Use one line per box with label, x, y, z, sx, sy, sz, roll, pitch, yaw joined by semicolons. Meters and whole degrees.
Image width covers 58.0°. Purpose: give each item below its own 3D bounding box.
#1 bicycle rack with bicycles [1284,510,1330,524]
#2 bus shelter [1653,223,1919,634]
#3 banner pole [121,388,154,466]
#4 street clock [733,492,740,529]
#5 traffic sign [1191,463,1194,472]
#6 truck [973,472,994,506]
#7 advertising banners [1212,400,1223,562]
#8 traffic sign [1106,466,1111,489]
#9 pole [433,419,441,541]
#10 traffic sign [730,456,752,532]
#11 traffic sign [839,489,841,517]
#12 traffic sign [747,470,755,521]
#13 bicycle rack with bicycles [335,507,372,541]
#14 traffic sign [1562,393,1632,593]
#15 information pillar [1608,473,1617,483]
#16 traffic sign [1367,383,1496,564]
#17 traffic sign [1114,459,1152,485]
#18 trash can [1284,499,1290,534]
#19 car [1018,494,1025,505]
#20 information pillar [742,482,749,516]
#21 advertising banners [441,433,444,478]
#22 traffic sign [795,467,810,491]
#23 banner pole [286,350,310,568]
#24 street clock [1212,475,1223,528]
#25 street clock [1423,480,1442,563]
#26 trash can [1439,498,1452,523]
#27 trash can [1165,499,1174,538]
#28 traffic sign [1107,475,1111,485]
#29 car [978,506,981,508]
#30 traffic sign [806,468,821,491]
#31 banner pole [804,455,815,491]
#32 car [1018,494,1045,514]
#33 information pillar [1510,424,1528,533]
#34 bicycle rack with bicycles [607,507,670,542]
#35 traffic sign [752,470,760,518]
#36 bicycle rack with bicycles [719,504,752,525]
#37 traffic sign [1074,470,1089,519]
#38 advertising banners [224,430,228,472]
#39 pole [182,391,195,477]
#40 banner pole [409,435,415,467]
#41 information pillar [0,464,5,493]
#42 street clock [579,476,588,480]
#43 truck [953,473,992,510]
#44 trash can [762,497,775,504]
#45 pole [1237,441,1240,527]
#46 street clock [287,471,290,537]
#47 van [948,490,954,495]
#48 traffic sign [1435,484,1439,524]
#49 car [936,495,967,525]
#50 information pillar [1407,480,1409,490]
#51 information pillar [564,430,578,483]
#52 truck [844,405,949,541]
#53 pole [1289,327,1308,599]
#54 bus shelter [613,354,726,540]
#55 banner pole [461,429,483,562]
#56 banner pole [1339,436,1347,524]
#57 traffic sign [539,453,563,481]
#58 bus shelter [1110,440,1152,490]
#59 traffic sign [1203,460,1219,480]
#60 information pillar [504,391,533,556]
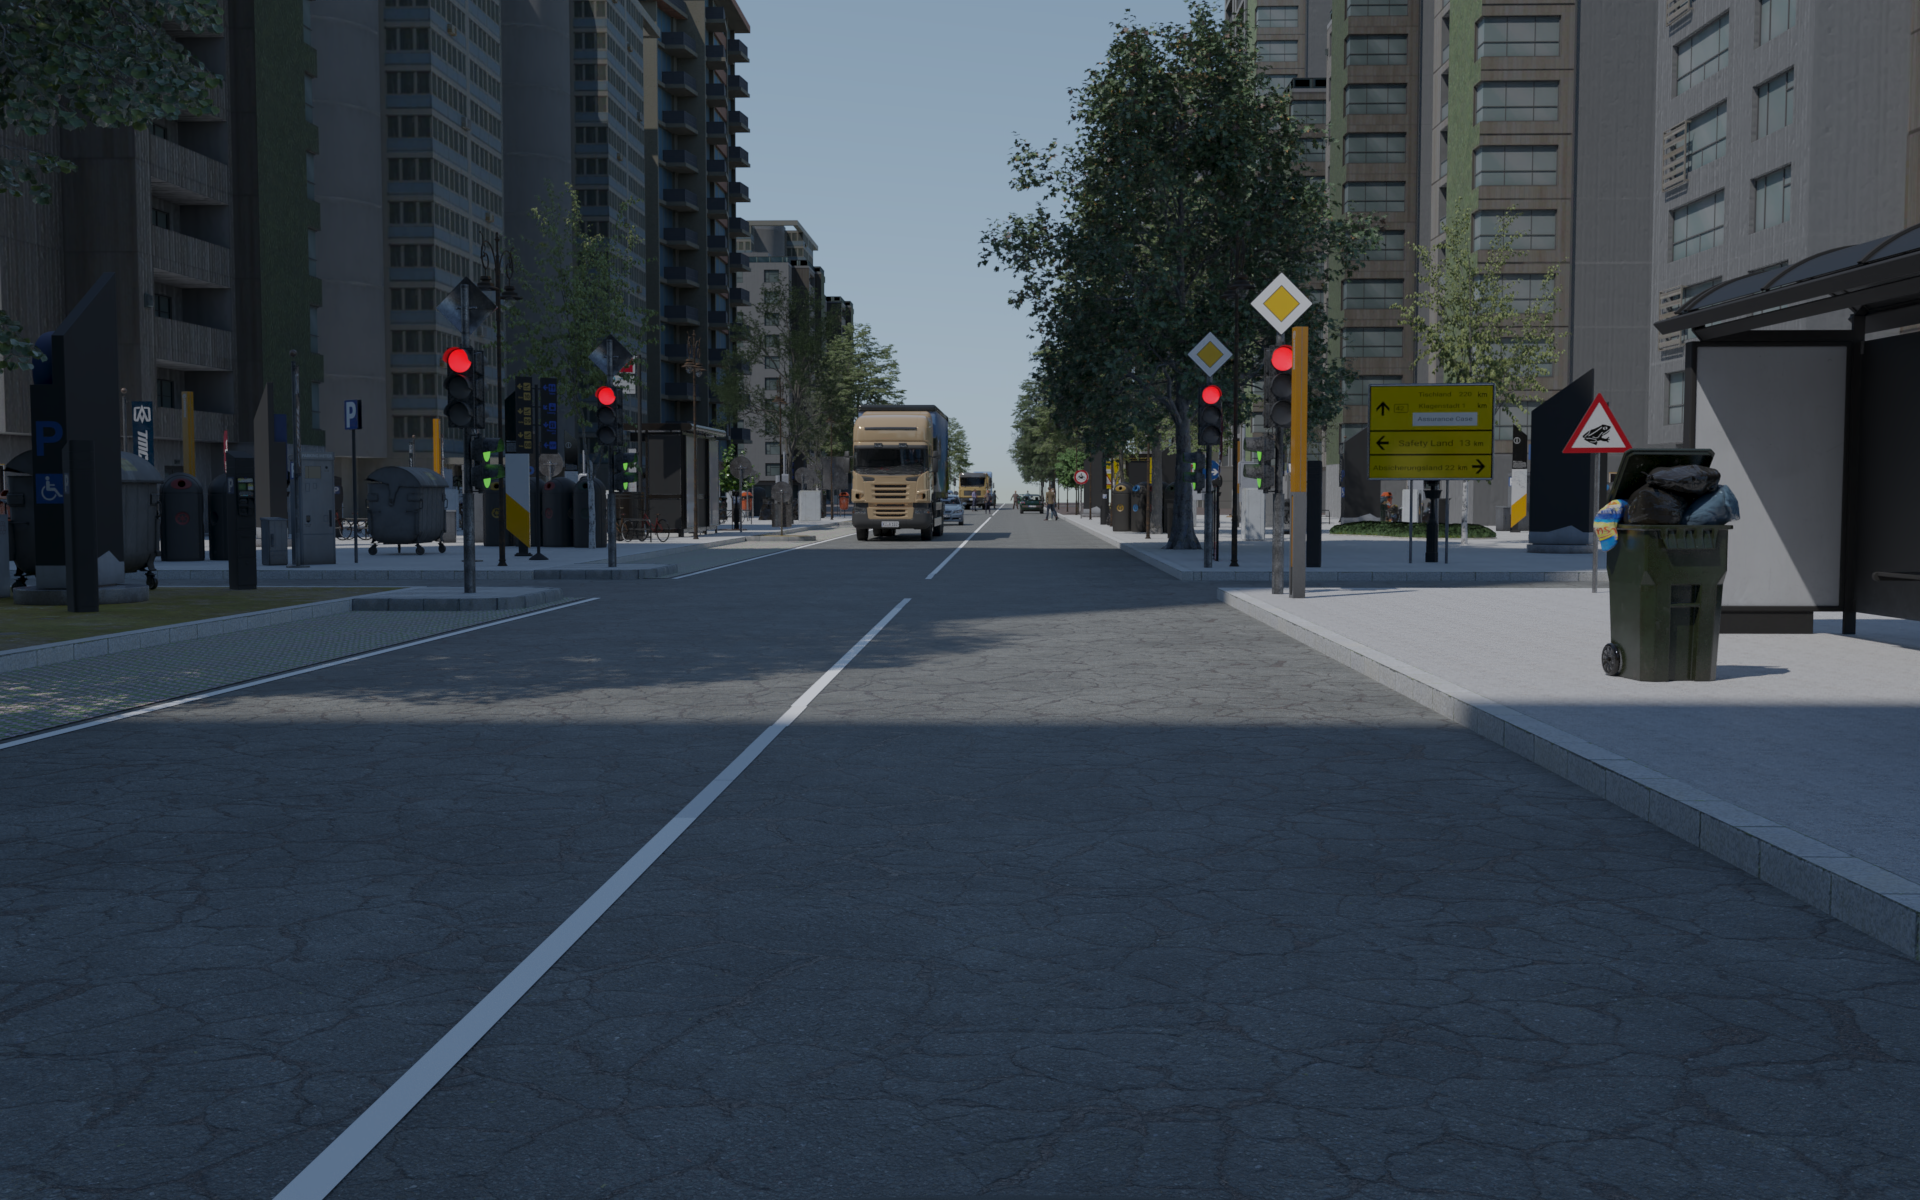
bicycle rack with bicycles;14.417;-3.677;73.504;2.852;0.926;2.925;-1;4;-17
bus shelter;7.343;-1.187;13.330;2.014;3.302;5.546;0;4;2
banner pole;-19.501;-3.119;41.020;0.863;3.779;0.401;-1;4;-11
street clock;-8.058;-3.538;62.411;0.358;2.002;0.471;-1;4;-8
traffic sign;8.112;-3.765;61.660;0.768;2.556;0.104;0;4;5
truck;2.969;-13.613;212.329;2.967;4.110;18.799;0;4;3
advertising banners;4.925;-2.263;33.192;0.090;3.025;2.074;0;4;5
traffic sign;9.069;-6.799;105.036;2.265;3.308;0.079;0;4;2
pole;-14.189;-3.254;47.054;0.158;3.312;0.155;0;3;0
traffic sign;-7.352;-3.545;58.069;0.768;2.556;0.104;0;4;6
traffic sign;-6.749;-5.958;97.520;0.768;2.556;0.104;0;4;7
traffic sign;-9.966;-4.959;81.187;0.768;2.556;0.104;0;4;5
bicycle rack with bicycles;-16.500;-2.149;48.523;2.925;0.926;2.852;1;4;22
traffic sign;8.233;-1.370;22.397;0.884;2.594;0.081;0;4;8
information pillar;22.359;-3.352;59.304;0.304;2.012;0.304;1;4;16
traffic sign;8.652;-2.325;31.892;2.265;3.308;0.079;1;4;9
traffic sign;9.795;-6.383;98.241;2.265;3.308;0.079;0;4;3
trash can;10.336;-2.663;55.191;0.748;1.137;0.748;0;3;0
car;7.595;-11.970;207.506;2.131;1.459;4.920;0;4;1
information pillar;-12.165;-5.729;98.155;0.304;2.012;0.304;3;4;37
advertising banners;-14.764;-3.247;49.273;0.090;3.025;2.074;-1;4;-12
traffic sign;-7.480;-5.022;82.208;0.768;2.556;0.104;1;4;10
banner pole;-11.442;-2.440;29.915;0.401;3.779;0.863;-2;4;-28
street clock;9.761;-3.744;65.782;0.358;2.002;0.471;2;4;34
street clock;8.872;-1.710;32.521;0.471;2.002;0.358;2;4;35
trash can;16.298;-2.884;58.815;0.748;1.137;0.748;0;3;0
trash can;6.024;-2.208;47.749;0.748;1.137;0.748;0;3;0
traffic sign;8.604;-6.267;102.474;0.884;2.594;0.081;0;4;4
car;1.325;-10.454;181.142;2.015;1.641;3.980;0;4;3
traffic sign;-7.432;-5.340;87.308;0.884;2.594;0.081;0;4;7
banner pole;-8.877;-6.817;101.482;0.863;3.779;0.401;1;4;19
car;5.243;-7.147;126.646;2.009;1.686;4.222;0;4;1
information pillar;18.577;-4.050;57.567;0.504;3.616;0.183;1;4;16
bicycle rack with bicycles;-9.443;-2.013;46.290;2.852;0.926;2.925;-3;4;-38
traffic sign;-10.998;-5.613;91.876;0.768;2.556;0.104;0;4;7
bicycle rack with bicycles;-10.318;-3.678;73.515;2.852;0.926;2.925;3;5;43
traffic sign;6.332;-5.523;90.409;0.768;2.556;0.104;1;4;10
advertising banners;-19.629;-3.091;46.723;0.090;3.025;2.074;-2;4;-32
pole;-15.352;-2.487;34.509;0.158;3.312;0.155;0;3;0
banner pole;-23.155;-5.093;73.283;0.401;3.779;0.863;0;4;2
information pillar;-23.560;-2.314;42.330;0.304;2.012;0.304;2;4;24
street clock;-14.928;-3.946;69.079;0.358;2.002;0.471;3;5;41
truck;1.334;-9.935;158.360;3.469;3.379;9.791;0;4;3
trash can;-9.926;-4.787;89.920;0.748;1.137;0.748;0;3;0
pole;10.715;-4.473;66.979;0.158;3.312;0.155;0;3;0
street clock;-20.224;-2.892;51.847;0.471;2.002;0.358;-2;4;-24
van;-1.366;-10.337;176.020;2.013;2.044;4.112;0;4;1
traffic sign;9.236;-2.045;33.542;0.768;2.556;0.104;0;4;5
car;-0.690;-4.194;80.575;2.014;1.417;4.499;0;4;0
information pillar;22.336;-4.973;85.798;0.304;2.012;0.304;-3;5;-43
information pillar;-14.172;-4.388;63.092;0.504;3.616;0.183;-1;4;-22
truck;-1.874;-4.142;56.639;2.839;4.237;11.283;0;4;2
pole;4.155;-1.676;21.249;0.158;3.312;0.155;0;3;0
bus shelter;-8.901;-4.578;52.476;2.179;5.291;8.768;0;4;2
banner pole;-9.255;-2.628;32.982;0.401;3.779;0.863;0;4;-1
banner pole;16.351;-5.139;74.039;0.401;3.779;0.863;2;4;34
traffic sign;-11.919;-3.076;50.397;0.768;2.556;0.104;0;4;4
bus shelter;9.523;-7.085;93.472;2.179;5.291;8.768;0;4;2
traffic sign;9.358;-3.960;64.847;0.768;2.556;0.104;1;4;9
information pillar;-9.083;-2.706;35.600;0.504;3.616;0.183;0;4;-4
